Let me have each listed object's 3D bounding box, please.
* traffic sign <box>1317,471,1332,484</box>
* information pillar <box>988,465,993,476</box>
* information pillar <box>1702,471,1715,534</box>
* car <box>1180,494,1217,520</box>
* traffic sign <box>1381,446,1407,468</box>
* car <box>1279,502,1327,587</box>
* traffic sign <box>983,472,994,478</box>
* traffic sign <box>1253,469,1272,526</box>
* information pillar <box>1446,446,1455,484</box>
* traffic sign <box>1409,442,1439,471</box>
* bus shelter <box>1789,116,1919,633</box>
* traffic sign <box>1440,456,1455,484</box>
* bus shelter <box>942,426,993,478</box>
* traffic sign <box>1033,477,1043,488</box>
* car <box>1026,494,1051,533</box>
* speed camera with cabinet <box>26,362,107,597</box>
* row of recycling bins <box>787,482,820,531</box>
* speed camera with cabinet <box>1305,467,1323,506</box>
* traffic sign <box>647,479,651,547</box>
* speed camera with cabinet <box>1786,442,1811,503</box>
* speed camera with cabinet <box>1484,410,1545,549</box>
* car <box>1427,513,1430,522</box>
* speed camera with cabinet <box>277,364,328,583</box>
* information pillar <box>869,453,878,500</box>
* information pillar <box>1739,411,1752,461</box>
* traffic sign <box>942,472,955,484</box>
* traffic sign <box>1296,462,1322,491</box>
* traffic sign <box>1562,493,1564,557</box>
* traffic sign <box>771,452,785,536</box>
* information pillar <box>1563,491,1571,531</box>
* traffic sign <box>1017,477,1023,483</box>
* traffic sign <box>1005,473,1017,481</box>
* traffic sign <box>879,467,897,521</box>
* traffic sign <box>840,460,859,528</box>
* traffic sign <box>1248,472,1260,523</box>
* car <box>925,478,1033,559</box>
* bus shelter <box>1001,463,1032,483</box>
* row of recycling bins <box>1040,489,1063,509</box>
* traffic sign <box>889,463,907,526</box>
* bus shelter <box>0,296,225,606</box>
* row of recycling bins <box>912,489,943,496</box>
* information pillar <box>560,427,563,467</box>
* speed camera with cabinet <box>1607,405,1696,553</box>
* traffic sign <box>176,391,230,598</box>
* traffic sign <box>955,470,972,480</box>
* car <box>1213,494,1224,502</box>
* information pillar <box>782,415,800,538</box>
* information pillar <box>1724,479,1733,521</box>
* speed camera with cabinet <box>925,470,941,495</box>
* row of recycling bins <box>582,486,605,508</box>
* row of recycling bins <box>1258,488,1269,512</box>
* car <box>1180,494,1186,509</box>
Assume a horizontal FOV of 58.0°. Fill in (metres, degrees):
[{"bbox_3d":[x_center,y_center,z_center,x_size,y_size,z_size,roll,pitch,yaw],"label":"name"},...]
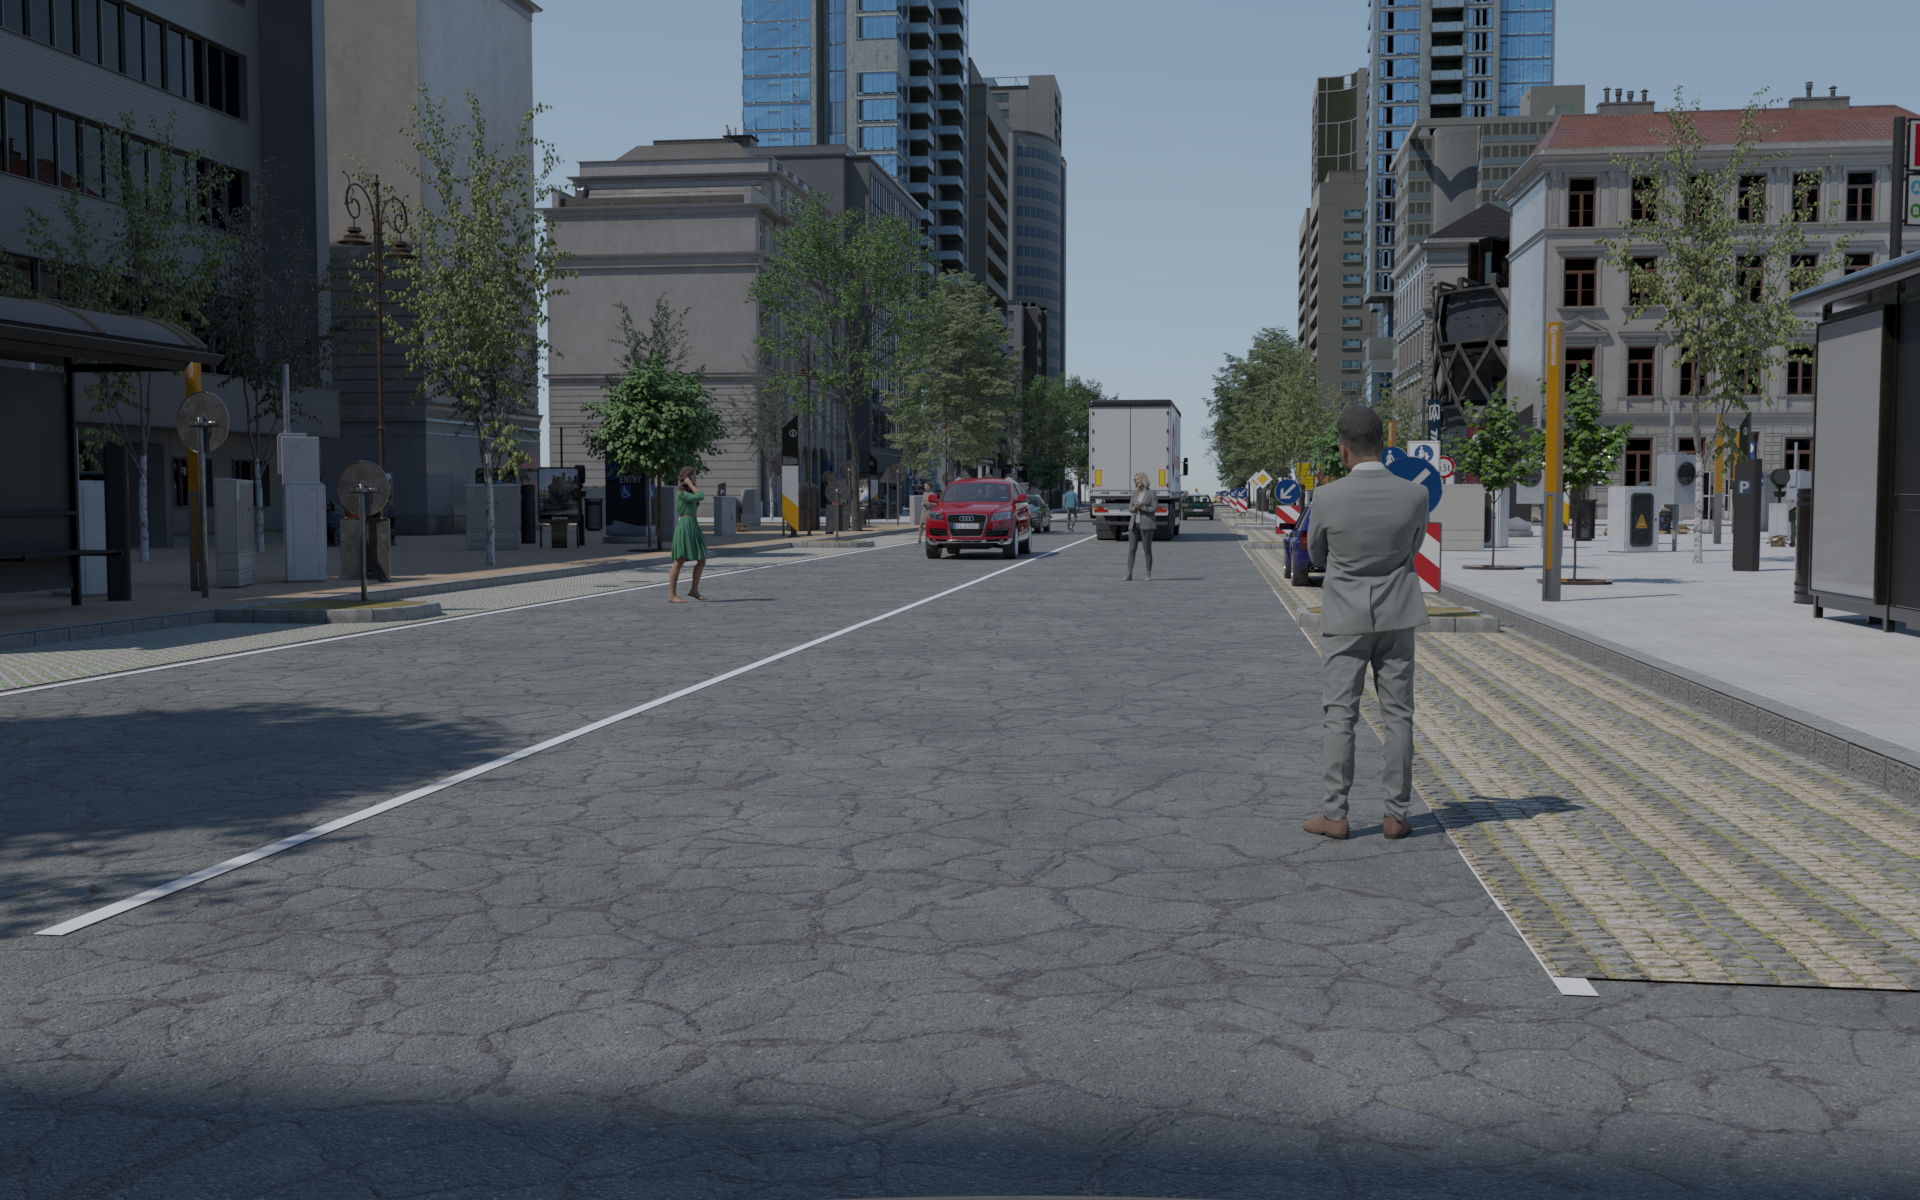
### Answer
[{"bbox_3d":[18.633,-5.413,88.608,0.768,2.556,0.104,1,4,13],"label":"traffic sign"},{"bbox_3d":[2.318,-8.765,134.655,0.504,3.616,0.183,3,4,38],"label":"information pillar"},{"bbox_3d":[24.072,-3.139,55.808,0.304,2.012,0.304,-3,5,-43],"label":"information pillar"},{"bbox_3d":[13.152,-5.248,95.585,2.009,1.686,4.222,1,4,9],"label":"car"},{"bbox_3d":[11.610,-2.835,46.455,0.768,2.556,0.104,1,4,14],"label":"traffic sign"},{"bbox_3d":[6.147,-0.938,27.910,1.945,1.354,3.894,0,4,8],"label":"car"},{"bbox_3d":[1.291,-4.637,79.450,0.795,2.450,0.064,0,4,8],"label":"traffic sign"},{"bbox_3d":[12.197,-4.048,69.832,0.795,2.450,0.064,0,4,8],"label":"traffic sign"},{"bbox_3d":[21.690,-5.214,76.605,0.183,3.616,0.504,-2,4,-24],"label":"information pillar"},{"bbox_3d":[8.951,-1.917,33.480,0.606,2.300,0.079,1,4,12],"label":"traffic sign"},{"bbox_3d":[9.423,-2.362,16.243,2.179,5.291,8.768,0,4,8],"label":"bus shelter"},{"bbox_3d":[16.057,-3.516,57.593,0.768,2.556,0.104,1,4,17],"label":"traffic sign"},{"bbox_3d":[0.399,-7.741,104.202,2.179,5.291,8.768,0,4,8],"label":"bus shelter"},{"bbox_3d":[5.840,-7.976,130.515,0.768,2.556,0.104,1,4,13],"label":"traffic sign"},{"bbox_3d":[2.316,-3.245,64.858,2.131,1.459,4.920,1,4,9],"label":"car"},{"bbox_3d":[-11.456,-1.706,22.233,2.038,3.252,0.660,3,5,44],"label":"speed camera with cabinet"},{"bbox_3d":[-5.563,-3.305,61.145,1.069,1.692,3.534,0,4,2],"label":"row of recycling bins"},{"bbox_3d":[19.297,-6.197,95.659,2.038,3.252,0.660,1,4,21],"label":"speed camera with cabinet"},{"bbox_3d":[-7.470,-2.538,41.602,0.768,2.556,0.104,1,4,17],"label":"traffic sign"},{"bbox_3d":[32.398,-4.370,65.793,0.660,3.252,2.038,-1,4,-18],"label":"speed camera with cabinet"},{"bbox_3d":[12.989,-2.863,41.143,2.038,3.252,0.660,3,5,41],"label":"speed camera with cabinet"},{"bbox_3d":[20.086,-3.711,72.682,4.499,1.417,2.014,1,4,9],"label":"car"},{"bbox_3d":[-9.829,-1.929,25.882,0.660,3.252,2.038,-1,4,-22],"label":"speed camera with cabinet"},{"bbox_3d":[-4.997,-6.634,99.819,0.504,3.616,0.183,0,4,5],"label":"information pillar"},{"bbox_3d":[22.314,-3.542,49.268,0.183,3.616,0.504,0,4,-6],"label":"information pillar"},{"bbox_3d":[-0.659,-6.014,98.436,0.768,2.556,0.104,1,4,12],"label":"traffic sign"},{"bbox_3d":[22.544,-7.127,110.406,2.265,3.308,0.079,1,4,12],"label":"traffic sign"},{"bbox_3d":[12.331,-2.164,35.484,0.768,2.556,0.104,1,4,15],"label":"traffic sign"},{"bbox_3d":[-5.357,-3.205,52.510,0.768,2.556,0.104,1,4,12],"label":"traffic sign"},{"bbox_3d":[21.141,-4.235,60.594,0.183,3.616,0.504,-2,4,-33],"label":"information pillar"},{"bbox_3d":[4.337,-7.895,129.186,0.768,2.556,0.104,1,4,12],"label":"traffic sign"},{"bbox_3d":[3.075,-6.455,105.640,0.768,2.556,0.104,1,4,14],"label":"traffic sign"},{"bbox_3d":[-3.420,-5.011,81.936,0.884,2.594,0.081,1,4,11],"label":"traffic sign"},{"bbox_3d":[-4.177,-3.986,65.278,0.768,2.556,0.104,1,4,13],"label":"traffic sign"},{"bbox_3d":[13.313,-4.532,77.739,0.795,2.450,0.064,0,4,8],"label":"traffic sign"},{"bbox_3d":[0.491,-1.914,39.967,2.281,1.827,5.304,0,4,8],"label":"car"},{"bbox_3d":[4.339,-8.635,132.467,1.731,3.624,6.357,0,4,8],"label":"bus shelter"},{"bbox_3d":[7.820,-8.820,151.317,1.069,1.692,3.534,-2,4,-30],"label":"row of recycling bins"},{"bbox_3d":[-2.519,-4.294,70.315,0.768,2.556,0.104,1,4,11],"label":"traffic sign"},{"bbox_3d":[-9.816,-1.432,17.337,2.014,3.302,5.546,0,4,8],"label":"bus shelter"},{"bbox_3d":[-2.255,-8.339,143.463,3.534,1.692,1.069,1,4,15],"label":"row of recycling bins"},{"bbox_3d":[-13.934,-4.237,60.627,0.183,3.616,0.504,-1,4,-12],"label":"information pillar"},{"bbox_3d":[15.302,-2.684,38.227,2.038,3.252,0.660,-1,4,-22],"label":"speed camera with cabinet"},{"bbox_3d":[-9.368,-1.303,21.416,0.768,2.556,0.104,1,4,16],"label":"traffic sign"},{"bbox_3d":[0.175,-4.153,71.543,0.795,2.450,0.064,0,4,8],"label":"traffic sign"},{"bbox_3d":[40.035,-15.758,267.867,2.015,1.641,3.980,0,4,8],"label":"car"},{"bbox_3d":[-4.972,-3.641,50.877,0.504,3.616,0.183,0,4,-6],"label":"information pillar"},{"bbox_3d":[37.208,-4.849,83.777,0.304,2.012,0.304,-1,4,-14],"label":"information pillar"},{"bbox_3d":[-2.046,-8.937,140.457,0.660,3.252,2.038,2,4,32],"label":"speed camera with cabinet"},{"bbox_3d":[-30.260,-8.159,140.518,1.069,1.692,3.534,2,4,24],"label":"row of recycling bins"},{"bbox_3d":[22.355,-7.340,127.116,1.069,1.692,3.534,0,4,7],"label":"row of recycling bins"},{"bbox_3d":[18.119,-8.131,144.747,2.131,1.459,4.920,1,4,9],"label":"car"}]
